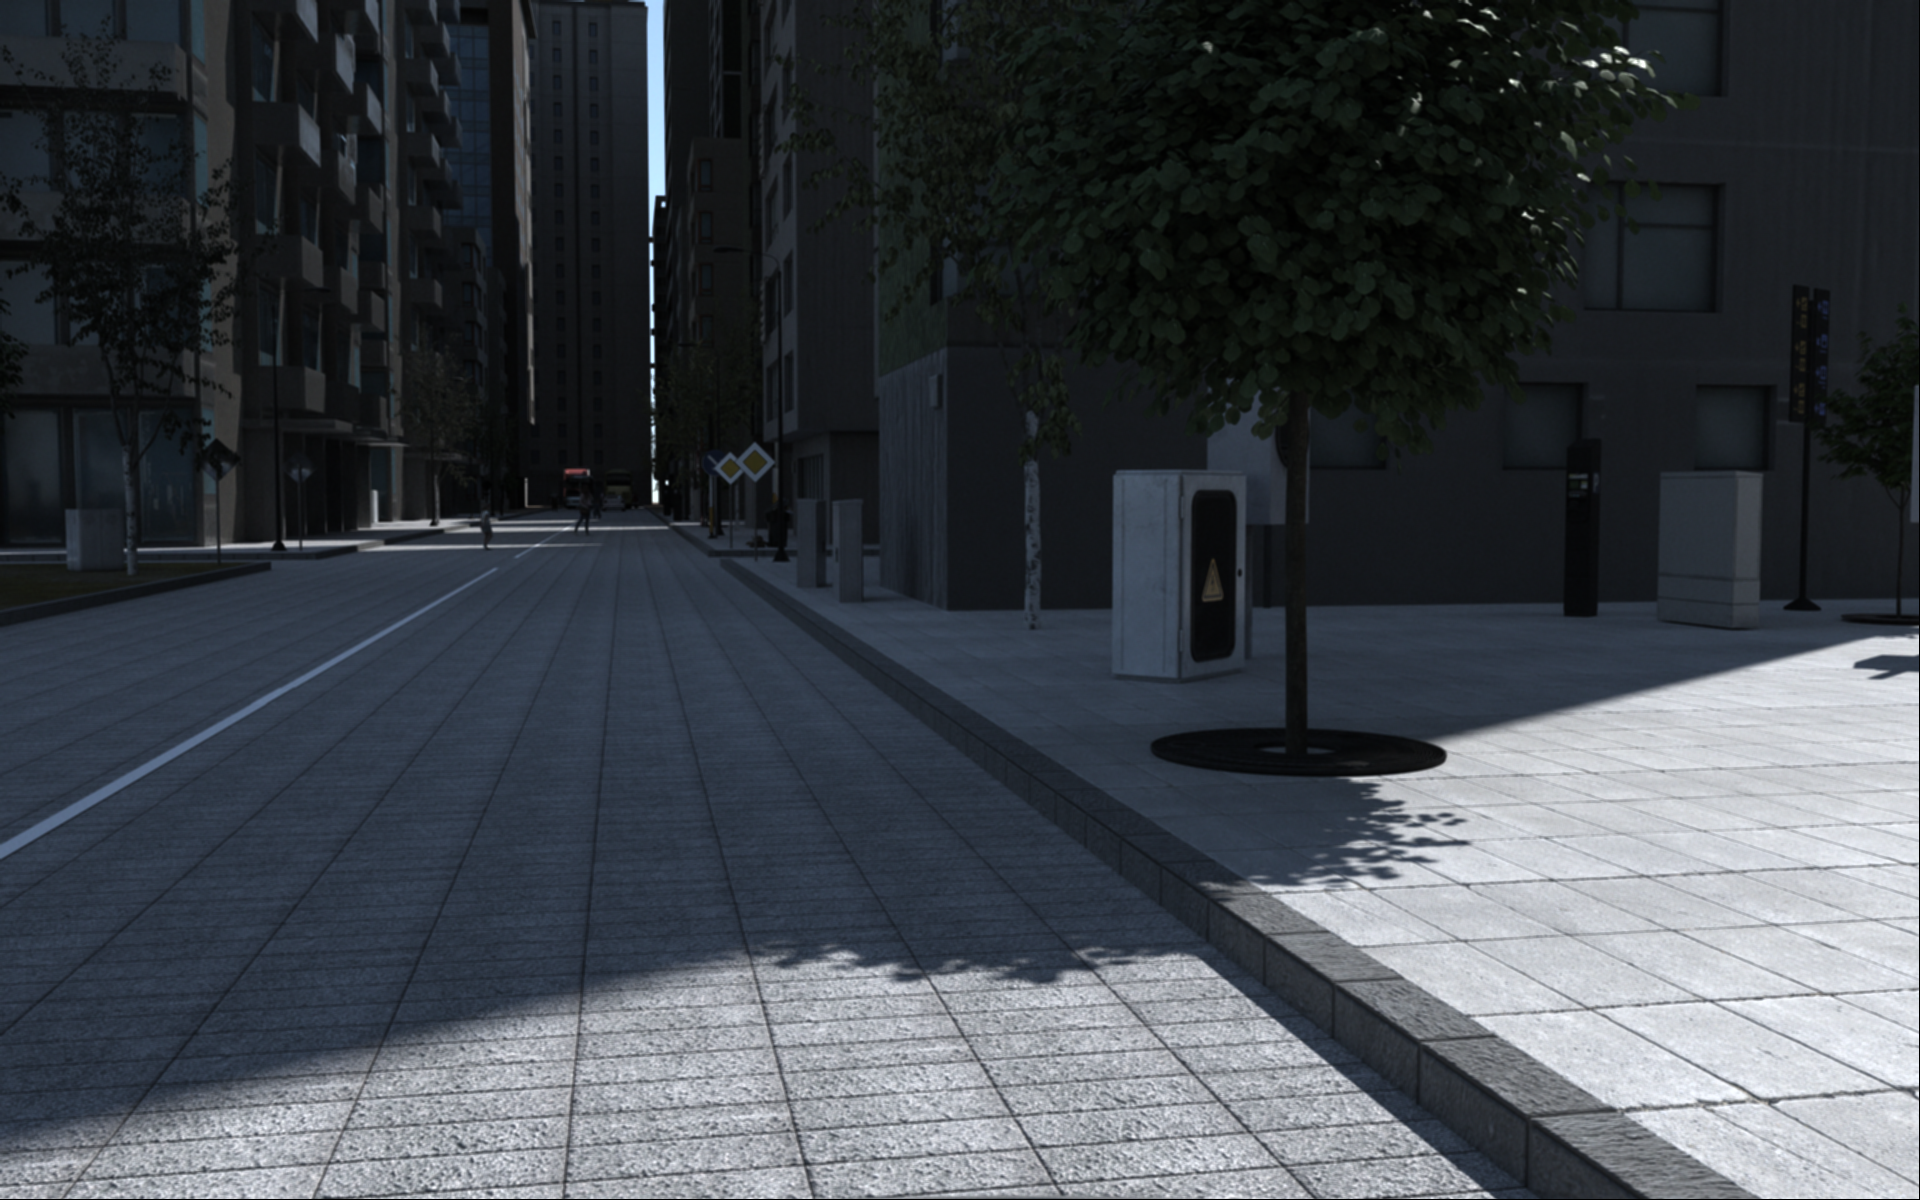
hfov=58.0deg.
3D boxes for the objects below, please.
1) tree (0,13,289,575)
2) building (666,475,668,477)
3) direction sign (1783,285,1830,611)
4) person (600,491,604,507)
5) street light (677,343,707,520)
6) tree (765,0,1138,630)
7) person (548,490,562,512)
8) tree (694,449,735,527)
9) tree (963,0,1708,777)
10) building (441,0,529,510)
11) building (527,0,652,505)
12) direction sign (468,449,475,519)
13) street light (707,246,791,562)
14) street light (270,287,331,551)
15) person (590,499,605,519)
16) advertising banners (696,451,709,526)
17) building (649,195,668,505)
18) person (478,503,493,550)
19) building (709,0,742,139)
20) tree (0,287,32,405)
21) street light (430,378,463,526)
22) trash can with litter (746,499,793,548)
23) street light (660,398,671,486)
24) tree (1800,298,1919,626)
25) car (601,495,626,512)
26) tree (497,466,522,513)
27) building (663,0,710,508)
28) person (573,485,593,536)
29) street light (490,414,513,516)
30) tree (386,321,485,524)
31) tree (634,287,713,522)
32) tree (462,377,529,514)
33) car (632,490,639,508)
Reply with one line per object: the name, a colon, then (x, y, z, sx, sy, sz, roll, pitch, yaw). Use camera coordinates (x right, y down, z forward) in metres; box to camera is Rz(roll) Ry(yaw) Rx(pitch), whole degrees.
tree: (-12.959, -4.690, 27.052, 4.360, 8.622, 3.978, 0, 3, 0)
building: (-17.621, -33.954, 174.755, 23.786, 49.044, 30.456, -1, 4, -11)
direction sign: (9.336, -1.657, 19.093, 0.876, 3.537, 0.379, -3, 5, -41)
person: (-30.845, -8.578, 149.682, 0.436, 1.711, 0.756, -1, 4, -12)
street light: (-7.976, -4.942, 53.344, 1.470, 5.913, 1.316, -1, 4, -11)
tree: (0.477, -4.018, 16.057, 4.737, 8.622, 4.395, 0, 3, 0)
person: (-32.760, -8.001, 140.054, 1.217, 1.736, 0.721, -2, 4, -24)
tree: (-9.686, -4.457, 67.478, 1.663, 3.219, 1.824, 0, 3, 0)
tree: (1.748, -1.511, 8.423, 4.285, 4.588, 4.351, 0, 3, 0)
building: (-44.141, -30.337, 146.121, 14.600, 45.320, 14.200, -1, 4, -11)
building: (-51.001, -40.515, 204.425, 28.212, 58.520, 21.231, -1, 4, -11)
direction sign: (-24.888, -5.882, 88.165, 0.379, 3.537, 0.876, -1, 4, -19)
street light: (-3.931, -3.677, 32.665, 1.470, 5.913, 1.316, -1, 4, -11)
street light: (-14.796, -4.058, 38.894, 1.470, 5.913, 1.316, -1, 4, -11)
person: (-21.059, -5.264, 100.062, 1.012, 1.151, 0.738, -1, 4, -10)
advertising banners: (-10.370, -4.493, 69.645, 0.090, 3.025, 2.074, -1, 4, -20)
building: (-26.037, -31.973, 214.631, 23.993, 40.220, 32.217, -1, 4, -11)
person: (-12.185, -1.883, 44.305, 0.382, 1.210, 0.505, -3, 5, -44)
building: (-9.824, -42.135, 127.164, 20.563, 71.187, 20.611, -1, 4, -11)
tree: (-13.208, -2.288, 21.129, 4.285, 4.588, 4.351, 0, 3, 0)
street light: (-20.531, -5.914, 69.232, 1.470, 5.913, 1.316, -1, 4, -11)
trash can with litter: (-4.572, -1.846, 41.577, 1.055, 1.170, 0.624, -2, 4, -32)
street light: (-13.833, -6.822, 84.086, 1.470, 5.913, 1.316, -1, 4, -11)
tree: (9.300, -1.391, 17.348, 1.663, 3.219, 1.824, 0, 3, 0)
car: (-28.676, -8.022, 143.516, 2.083, 1.381, 4.827, -1, 4, -12)
tree: (-31.579, -7.718, 120.793, 1.663, 3.219, 1.824, 0, 3, 0)
building: (-14.282, -32.124, 148.937, 21.300, 48.544, 21.600, -1, 4, -11)
person: (-13.013, -3.100, 59.782, 0.643, 1.750, 0.593, 1, 4, 12)
street light: (-26.450, -7.791, 99.923, 1.470, 5.913, 1.316, -1, 4, -11)
tree: (-22.285, -7.543, 73.689, 4.360, 8.622, 3.978, 0, 3, 0)
tree: (-7.950, -6.687, 59.694, 4.737, 8.622, 4.395, 0, 3, 0)
tree: (-29.755, -9.765, 110.015, 4.737, 8.622, 4.395, 0, 3, 0)
car: (-33.981, -10.301, 177.101, 2.281, 1.827, 5.304, -1, 4, -12)
